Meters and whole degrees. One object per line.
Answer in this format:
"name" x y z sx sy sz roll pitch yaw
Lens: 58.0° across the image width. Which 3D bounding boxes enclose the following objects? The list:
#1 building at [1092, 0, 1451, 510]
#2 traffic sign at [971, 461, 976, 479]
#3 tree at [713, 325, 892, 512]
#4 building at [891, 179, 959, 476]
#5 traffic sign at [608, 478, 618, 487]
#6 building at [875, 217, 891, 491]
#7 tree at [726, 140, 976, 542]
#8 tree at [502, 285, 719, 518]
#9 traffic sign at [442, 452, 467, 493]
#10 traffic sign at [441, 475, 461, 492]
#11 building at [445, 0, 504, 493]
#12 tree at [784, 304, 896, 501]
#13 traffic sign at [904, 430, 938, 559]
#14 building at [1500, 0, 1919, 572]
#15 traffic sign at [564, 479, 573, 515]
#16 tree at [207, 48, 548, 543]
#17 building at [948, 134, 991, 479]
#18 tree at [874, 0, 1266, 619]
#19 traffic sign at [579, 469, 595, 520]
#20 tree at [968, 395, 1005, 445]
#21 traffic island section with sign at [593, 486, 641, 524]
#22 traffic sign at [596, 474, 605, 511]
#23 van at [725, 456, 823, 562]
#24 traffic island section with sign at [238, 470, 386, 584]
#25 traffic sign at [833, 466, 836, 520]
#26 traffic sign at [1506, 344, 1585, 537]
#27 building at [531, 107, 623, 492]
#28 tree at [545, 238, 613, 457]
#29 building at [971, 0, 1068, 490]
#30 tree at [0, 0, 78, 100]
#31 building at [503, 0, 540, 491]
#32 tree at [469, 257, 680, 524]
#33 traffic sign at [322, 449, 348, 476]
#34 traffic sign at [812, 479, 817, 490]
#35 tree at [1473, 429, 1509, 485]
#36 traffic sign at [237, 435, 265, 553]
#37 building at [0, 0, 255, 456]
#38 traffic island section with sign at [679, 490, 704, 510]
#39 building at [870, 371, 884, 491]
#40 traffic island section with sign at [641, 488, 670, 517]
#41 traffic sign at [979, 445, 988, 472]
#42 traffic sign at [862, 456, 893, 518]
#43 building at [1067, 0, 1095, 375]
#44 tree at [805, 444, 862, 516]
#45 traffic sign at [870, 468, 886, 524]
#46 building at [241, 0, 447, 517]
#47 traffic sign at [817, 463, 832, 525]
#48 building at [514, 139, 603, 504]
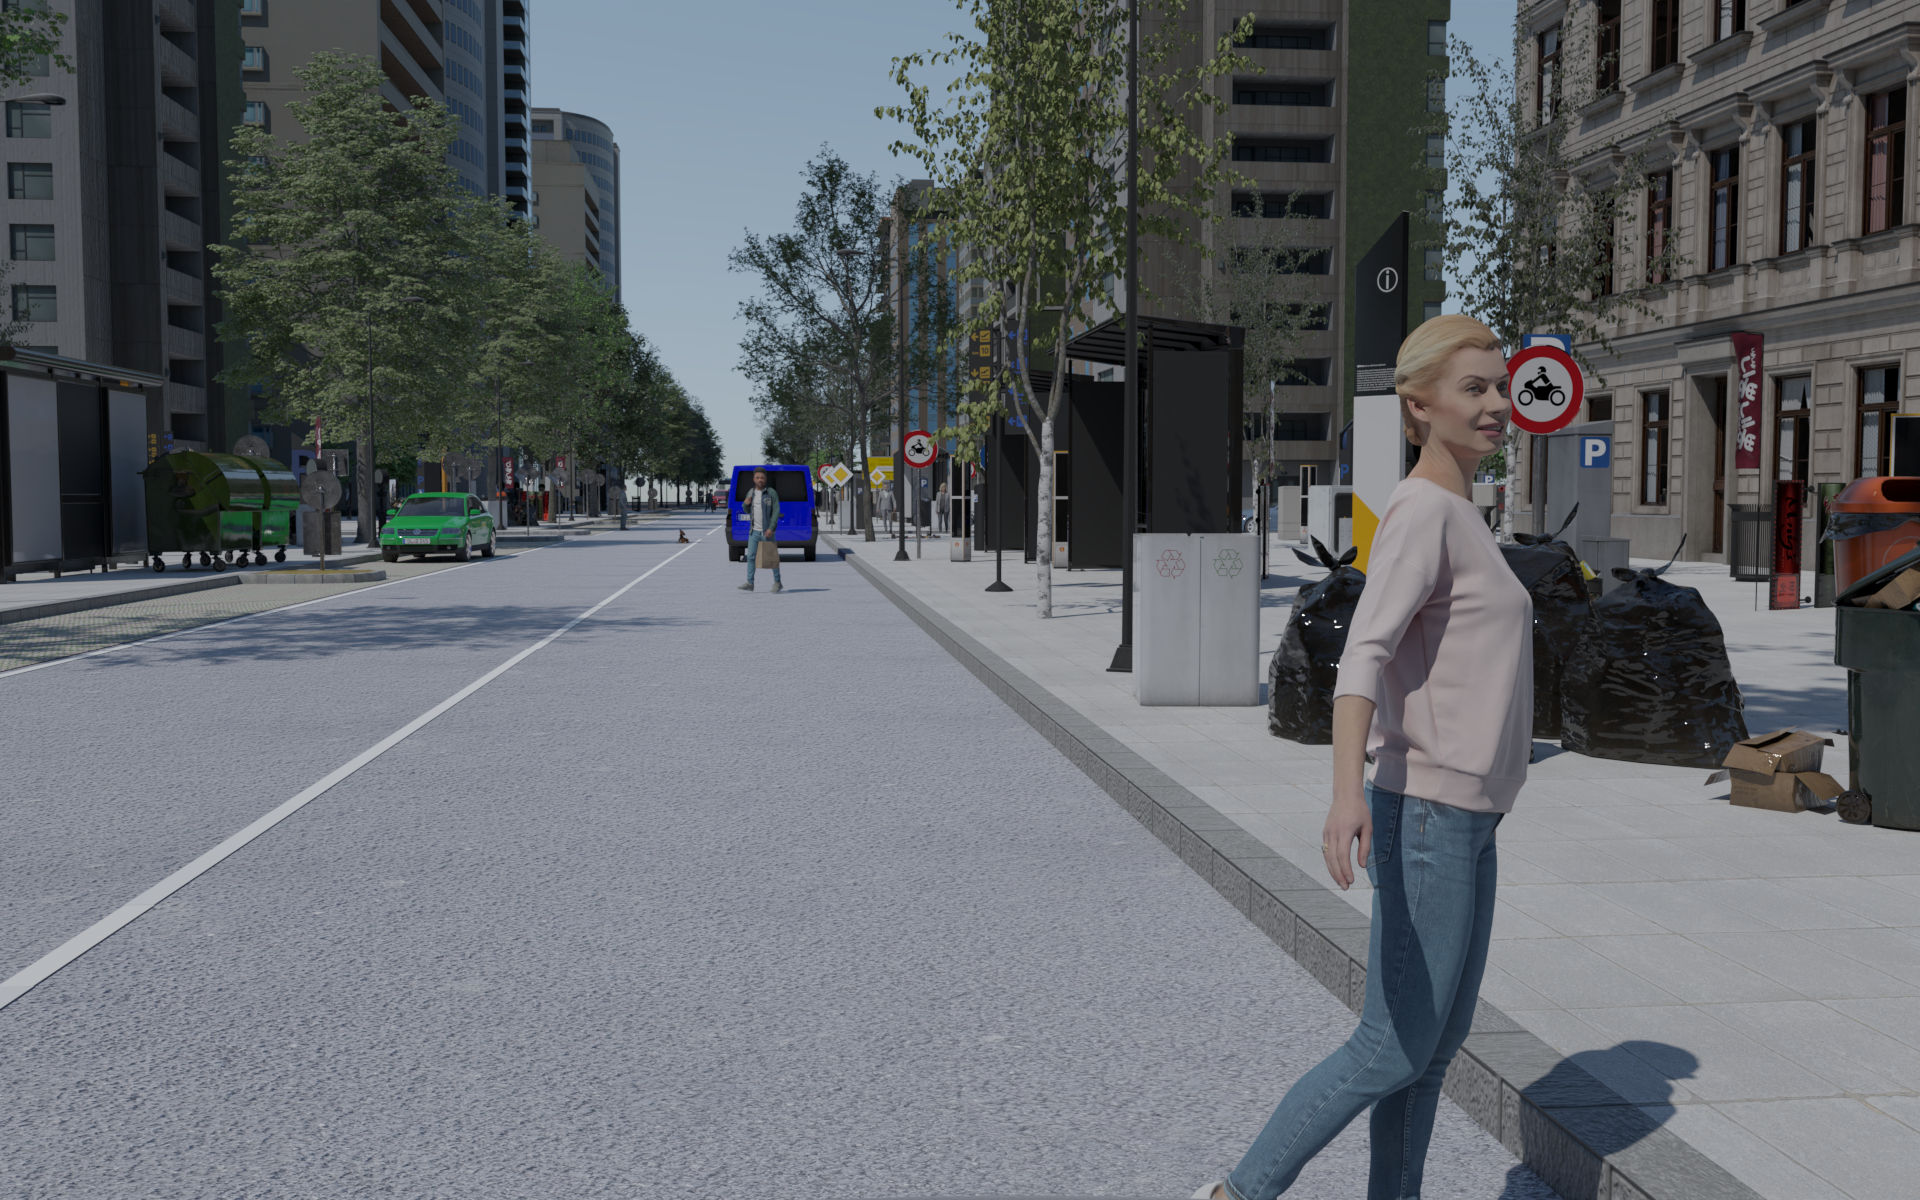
"building" 14.582 -19.157 84.922 14.107 30.474 14.160 0 4 -6
"traffic sign" 0.223 -3.850 63.046 0.768 2.556 0.104 0 4 2
"tree" -9.616 -13.004 122.978 12.009 13.543 11.850 0 3 0
"building" -2.440 -36.460 246.233 14.600 45.320 14.200 0 4 -6
"traffic sign" -27.064 -8.257 135.104 0.768 2.556 0.104 0 4 1
"building" -1.767 -37.515 267.994 22.147 44.769 28.867 0 4 -6
"tree" -2.751 -6.846 46.337 7.601 10.594 8.767 0 4 3
"tree" -20.045 -10.823 93.959 9.611 12.733 9.660 0 3 0
"traffic sign" -15.324 -3.206 52.530 0.768 2.556 0.104 0 4 1
"traffic sign" -22.551 -4.693 76.727 0.884 2.594 0.081 0 4 1
"building" -51.027 -36.913 145.530 21.231 58.520 28.212 0 4 -6
"tree" -4.599 -7.075 66.047 4.360 8.622 3.978 0 3 0
"traffic sign" -0.816 -2.094 34.336 0.768 2.556 0.104 0 4 -5
"building" 18.456 -10.234 31.951 10.561 19.102 19.286 0 4 -6
"traffic sign" -24.515 -6.587 107.697 0.884 2.594 0.081 0 4 -2
"tree" -15.671 -7.777 45.280 7.486 12.596 7.792 0 3 0
"building" 12.772 -30.404 188.990 32.217 40.220 23.993 0 4 -6
"tree" 0.971 -4.127 17.840 4.737 8.622 4.395 0 3 0
"traffic sign" -18.629 -5.287 86.542 0.768 2.556 0.104 0 4 -5
"tree" 2.601 -9.855 111.485 4.360 8.622 3.978 0 3 0
"traffic island section with sign" -16.570 -4.574 83.407 1.989 1.847 2.006 0 4 -6
"traffic sign" -22.793 -6.683 109.372 0.768 2.556 0.104 0 4 -4
"van" -4.154 -2.088 38.517 2.240 2.365 5.245 0 4 -5
"traffic island section with sign" -10.545 -1.209 28.390 1.989 1.847 2.006 0 4 -6
"traffic sign" -5.684 -4.732 77.476 0.768 2.556 0.104 0 4 1
"traffic sign" 4.941 -0.900 14.827 0.768 2.556 0.104 0 4 -6
"building" -63.378 -44.157 263.969 21.231 58.520 28.212 0 4 -6
"tree" -17.526 -9.053 66.138 7.486 12.596 7.792 0 3 0
"building" 11.516 -42.154 127.466 20.563 71.187 20.611 0 4 -6
"tree" -11.006 -5.367 13.511 9.928 11.665 9.643 0 3 0
"building" -54.353 -52.731 174.826 22.319 86.520 31.000 0 4 -6
"tree" -17.707 -9.154 75.419 9.928 11.665 9.643 0 3 0
"traffic sign" -14.308 -2.296 39.670 0.606 2.300 0.079 0 4 2
"traffic sign" -9.649 -6.908 114.129 0.795 2.450 0.064 0 4 3
"tree" 22.635 -5.604 75.336 4.285 4.588 4.351 0 3 0
"traffic sign" -15.366 -2.292 37.576 0.768 2.556 0.104 0 4 -4
"building" -41.519 -18.761 78.446 14.160 30.474 14.107 0 4 -6
"traffic island section with sign" -24.990 -9.266 160.123 1.989 1.847 2.006 0 4 -6
"building" -8.237 -31.729 290.471 14.160 30.474 14.107 0 4 -6
"traffic island section with sign" -19.542 -6.227 110.446 1.989 1.847 2.006 0 4 -6
"traffic sign" 0.838 -2.571 42.141 0.768 2.556 0.104 0 3 0
"traffic sign" -4.178 -6.091 93.454 2.265 3.308 0.079 0 4 2
"building" 14.435 -27.704 103.065 14.600 45.320 14.200 0 4 -6
"tree" -7.596 -7.353 103.938 4.285 4.588 4.351 0 3 0
"traffic sign" -3.615 -4.539 75.404 0.795 2.450 0.064 0 4 -3
"building" -44.401 -29.532 106.547 21.300 48.544 21.600 0 4 -6
"traffic sign" -5.552 -4.411 72.220 0.768 2.556 0.104 0 4 3
"building" -61.461 -37.662 239.475 21.300 48.544 21.600 0 4 -6
